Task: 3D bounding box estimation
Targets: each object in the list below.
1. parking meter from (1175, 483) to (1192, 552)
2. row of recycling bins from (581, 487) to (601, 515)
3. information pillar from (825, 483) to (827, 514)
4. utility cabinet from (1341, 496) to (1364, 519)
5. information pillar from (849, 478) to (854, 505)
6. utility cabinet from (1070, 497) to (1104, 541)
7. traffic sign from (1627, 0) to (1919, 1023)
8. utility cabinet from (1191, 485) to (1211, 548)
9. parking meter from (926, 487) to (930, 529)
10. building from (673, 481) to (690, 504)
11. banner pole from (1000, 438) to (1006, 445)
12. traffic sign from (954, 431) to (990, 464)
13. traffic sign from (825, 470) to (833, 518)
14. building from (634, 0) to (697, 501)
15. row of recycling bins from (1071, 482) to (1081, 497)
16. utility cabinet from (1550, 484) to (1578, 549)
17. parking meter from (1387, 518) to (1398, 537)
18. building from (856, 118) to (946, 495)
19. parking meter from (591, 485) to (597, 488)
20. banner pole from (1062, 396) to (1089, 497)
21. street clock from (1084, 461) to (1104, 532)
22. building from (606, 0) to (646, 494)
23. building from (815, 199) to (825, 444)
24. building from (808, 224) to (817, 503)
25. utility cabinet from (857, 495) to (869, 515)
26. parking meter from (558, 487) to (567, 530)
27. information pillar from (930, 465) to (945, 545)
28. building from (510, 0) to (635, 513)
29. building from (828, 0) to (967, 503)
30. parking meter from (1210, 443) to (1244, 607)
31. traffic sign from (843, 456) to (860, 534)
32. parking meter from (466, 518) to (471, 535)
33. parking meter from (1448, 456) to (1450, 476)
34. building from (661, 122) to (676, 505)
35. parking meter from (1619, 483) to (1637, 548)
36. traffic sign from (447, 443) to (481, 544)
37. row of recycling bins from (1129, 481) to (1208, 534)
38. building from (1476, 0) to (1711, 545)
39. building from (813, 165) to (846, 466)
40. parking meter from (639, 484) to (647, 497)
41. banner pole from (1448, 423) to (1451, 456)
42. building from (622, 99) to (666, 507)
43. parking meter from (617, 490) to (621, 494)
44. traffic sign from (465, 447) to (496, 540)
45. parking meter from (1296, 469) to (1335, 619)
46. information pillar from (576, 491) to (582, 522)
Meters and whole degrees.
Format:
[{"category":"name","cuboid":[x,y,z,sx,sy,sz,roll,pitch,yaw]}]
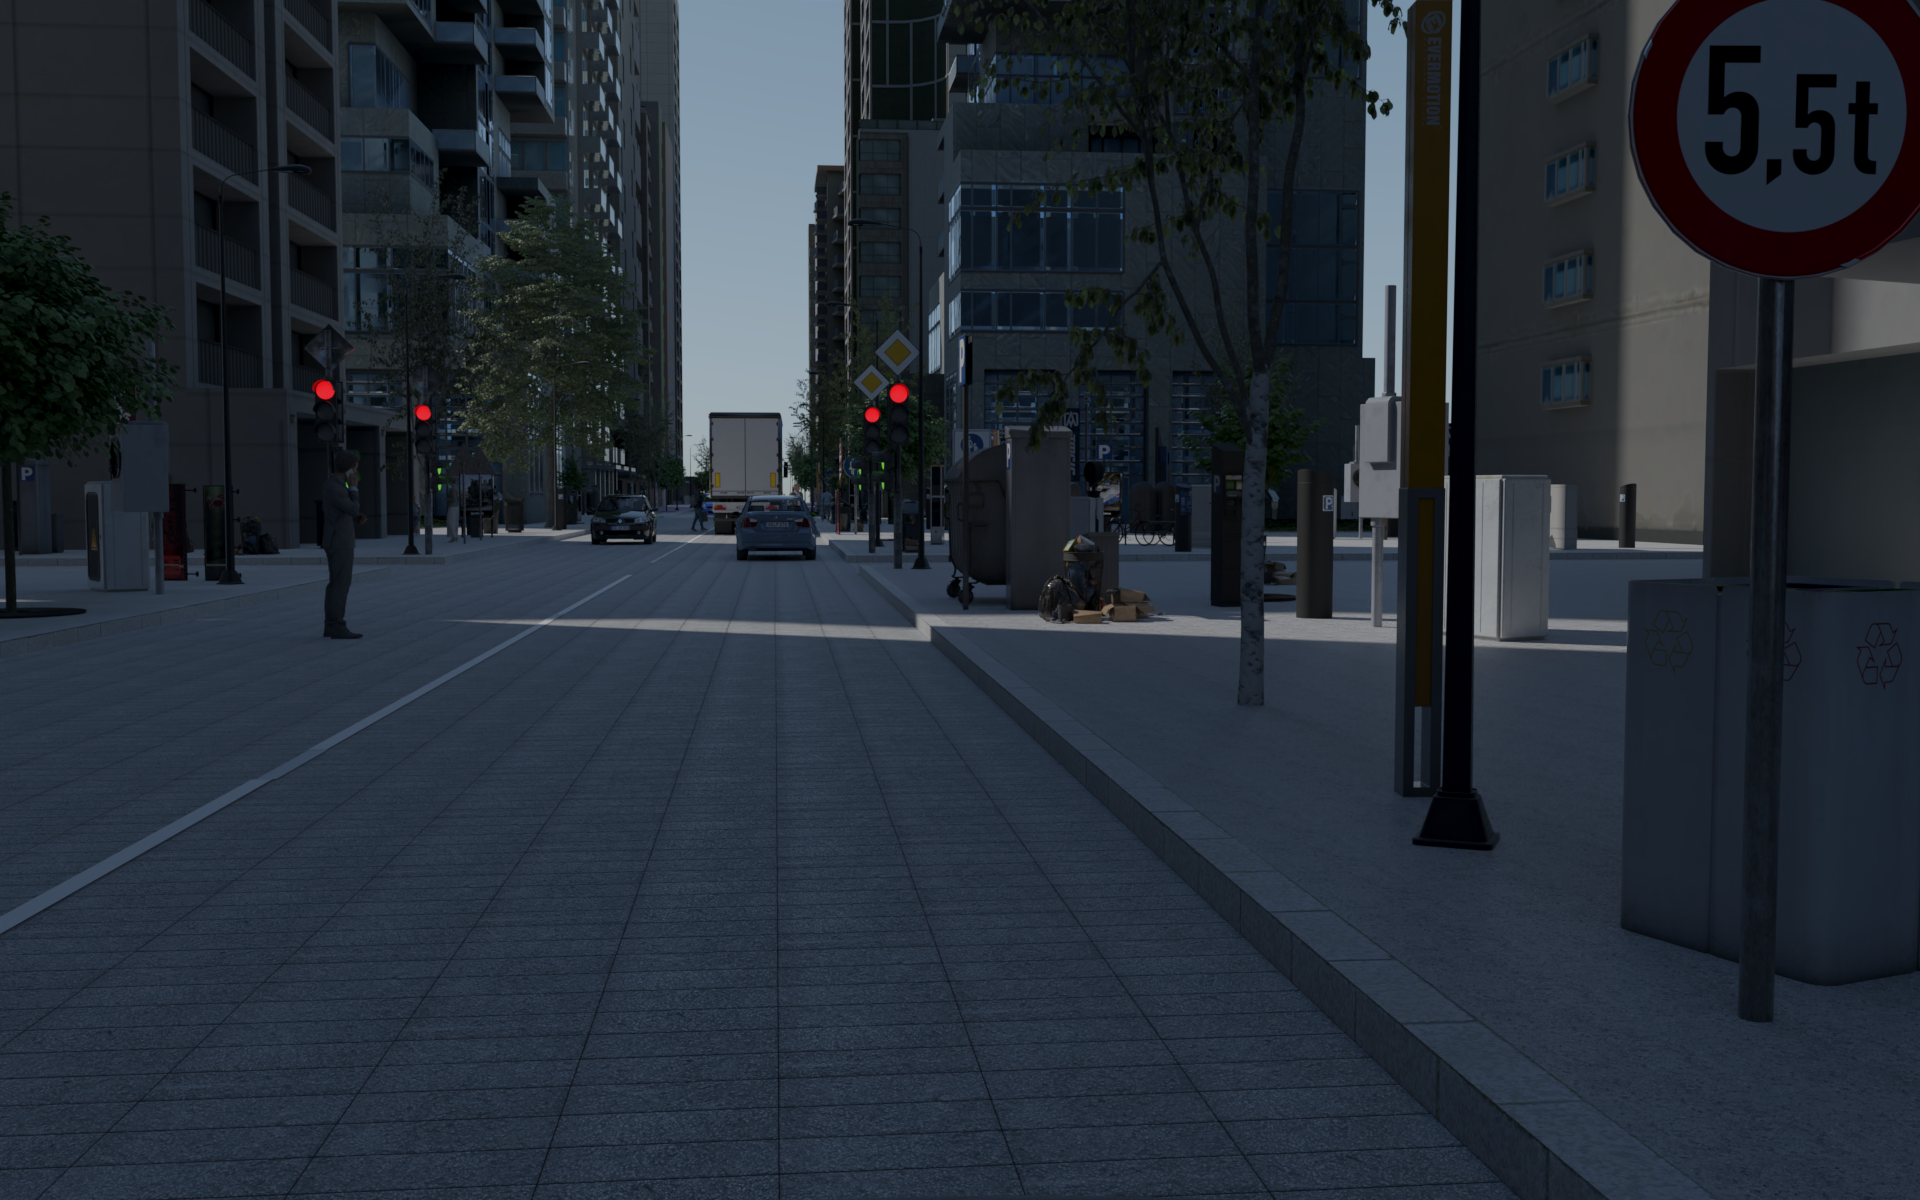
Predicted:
[{"category":"parking meter","cuboid":[4.963,-1.839,38.474,0.372,1.533,0.369,0,3,0]},{"category":"row of recycling bins","cuboid":[-23.612,-5.995,105.123,3.534,1.692,1.069,-1,4,-15]},{"category":"information pillar","cuboid":[-8.644,-6.477,110.386,0.304,2.012,0.304,-1,4,-21]},{"category":"utility cabinet","cuboid":[14.365,-3.197,63.434,0.306,1.237,1.020,-2,4,-25]},{"category":"information pillar","cuboid":[-5.056,-4.693,81.223,0.304,2.012,0.304,0,4,-3]},{"category":"utility cabinet","cuboid":[2.843,-1.777,40.217,1.020,1.237,0.306,3,5,39]},{"category":"traffic sign","cuboid":[1.949,-0.248,4.164,0.768,2.556,0.104,0,4,-1]},{"category":"utility cabinet","cuboid":[5.885,-1.972,40.916,1.173,1.500,0.318,2,4,33]},{"category":"parking meter","cuboid":[-1.054,-3.349,63.174,0.372,1.533,0.369,0,3,0]},{"category":"building","cuboid":[-51.411,-32.418,221.921,32.217,40.220,23.993,0,4,-6]},{"category":"banner pole","cuboid":[1.963,-4.760,67.844,0.863,3.779,0.401,1,4,11]},{"category":"traffic sign","cuboid":[0.187,-1.545,27.389,0.606,2.300,0.079,0,4,-1]},{"category":"traffic sign","cuboid":[-6.921,-5.677,92.923,0.768,2.556,0.104,0,4,2]},{"category":"building","cuboid":[-47.601,-49.285,244.056,20.563,71.187,20.611,0,4,-6]},{"category":"row of recycling bins","cuboid":[1.885,-2.758,52.202,3.534,1.692,1.069,0,4,0]},{"category":"utility cabinet","cuboid":[14.066,-1.944,40.462,0.318,1.500,1.173,0,4,-2]},{"category":"parking meter","cuboid":[12.900,-2.814,51.728,0.399,1.863,0.255,-2,4,-29]},{"category":"building","cuboid":[-1.247,-22.362,137.314,14.160,30.474,14.107,0,4,-6]},{"category":"parking meter","cuboid":[-23.180,-6.361,109.713,0.399,1.863,0.255,1,4,14]},{"category":"banner pole","cuboid":[2.994,-3.318,44.262,0.863,3.779,0.401,0,4,-4]},{"category":"street clock","cuboid":[2.968,-2.074,38.482,0.358,2.002,0.471,-2,4,-32]},{"category":"building","cuboid":[-42.499,-34.468,152.785,28.713,52.752,27.495,0,4,-6]},{"category":"building","cuboid":[-13.691,-36.646,249.270,14.600,45.320,14.200,0,4,-6]},{"category":"building","cuboid":[-16.064,-35.493,263.908,14.154,41.232,14.086,0,4,-6]},{"category":"utility cabinet","cuboid":[-5.791,-5.800,105.992,1.020,1.237,0.306,1,4,11]},{"category":"parking meter","cuboid":[-14.346,-3.296,62.294,0.372,1.533,0.369,0,3,0]},{"category":"information pillar","cuboid":[-0.570,-2.406,43.823,0.304,2.012,0.304,1,4,13]},{"category":"building","cuboid":[-36.309,-30.879,124.473,23.786,49.044,30.456,0,4,-6]},{"category":"building","cuboid":[-3.239,-45.032,174.521,20.563,71.187,20.611,0,4,-6]},{"category":"parking meter","cuboid":[3.046,-0.858,19.747,0.255,1.863,0.399,-1,4,-15]},{"category":"traffic sign","cuboid":[-3.322,-3.364,55.110,0.768,2.556,0.104,0,4,-5]},{"category":"parking meter","cuboid":[-15.156,-2.949,53.928,0.399,1.863,0.255,1,4,9]},{"category":"parking meter","cuboid":[7.487,-1.296,26.898,0.255,1.863,0.399,0,4,-5]},{"category":"building","cuboid":[-40.963,-33.845,203.473,14.600,45.320,14.200,0,4,-6]},{"category":"parking meter","cuboid":[15.888,-2.007,41.218,0.372,1.533,0.369,0,3,0]},{"category":"traffic sign","cuboid":[-12.718,-2.716,44.403,0.884,2.594,0.081,0,4,0]},{"category":"row of recycling bins","cuboid":[7.097,-3.076,57.410,3.534,1.692,1.069,-3,4,-37]},{"category":"building","cuboid":[27.901,-26.291,53.552,21.600,48.544,21.300,0,4,-6]},{"category":"building","cuboid":[-7.979,-35.048,227.657,22.147,44.769,28.867,0,4,-6]},{"category":"parking meter","cuboid":[-19.176,-6.064,104.864,0.399,1.863,0.255,1,4,22]},{"category":"banner pole","cuboid":[15.202,-3.890,53.619,0.863,3.779,0.401,0,4,4]},{"category":"building","cuboid":[-37.398,-30.028,174.550,14.154,41.232,14.086,0,4,-6]},{"category":"parking meter","cuboid":[-21.843,-6.244,110.494,0.372,1.533,0.369,0,3,0]},{"category":"traffic sign","cuboid":[-13.264,-2.927,47.866,0.884,2.594,0.081,0,4,-4]},{"category":"parking meter","cuboid":[3.679,-0.583,17.941,0.372,1.533,0.369,0,3,0]},{"category":"information pillar","cuboid":[-17.926,-4.682,81.041,0.304,2.012,0.304,1,4,23]}]
